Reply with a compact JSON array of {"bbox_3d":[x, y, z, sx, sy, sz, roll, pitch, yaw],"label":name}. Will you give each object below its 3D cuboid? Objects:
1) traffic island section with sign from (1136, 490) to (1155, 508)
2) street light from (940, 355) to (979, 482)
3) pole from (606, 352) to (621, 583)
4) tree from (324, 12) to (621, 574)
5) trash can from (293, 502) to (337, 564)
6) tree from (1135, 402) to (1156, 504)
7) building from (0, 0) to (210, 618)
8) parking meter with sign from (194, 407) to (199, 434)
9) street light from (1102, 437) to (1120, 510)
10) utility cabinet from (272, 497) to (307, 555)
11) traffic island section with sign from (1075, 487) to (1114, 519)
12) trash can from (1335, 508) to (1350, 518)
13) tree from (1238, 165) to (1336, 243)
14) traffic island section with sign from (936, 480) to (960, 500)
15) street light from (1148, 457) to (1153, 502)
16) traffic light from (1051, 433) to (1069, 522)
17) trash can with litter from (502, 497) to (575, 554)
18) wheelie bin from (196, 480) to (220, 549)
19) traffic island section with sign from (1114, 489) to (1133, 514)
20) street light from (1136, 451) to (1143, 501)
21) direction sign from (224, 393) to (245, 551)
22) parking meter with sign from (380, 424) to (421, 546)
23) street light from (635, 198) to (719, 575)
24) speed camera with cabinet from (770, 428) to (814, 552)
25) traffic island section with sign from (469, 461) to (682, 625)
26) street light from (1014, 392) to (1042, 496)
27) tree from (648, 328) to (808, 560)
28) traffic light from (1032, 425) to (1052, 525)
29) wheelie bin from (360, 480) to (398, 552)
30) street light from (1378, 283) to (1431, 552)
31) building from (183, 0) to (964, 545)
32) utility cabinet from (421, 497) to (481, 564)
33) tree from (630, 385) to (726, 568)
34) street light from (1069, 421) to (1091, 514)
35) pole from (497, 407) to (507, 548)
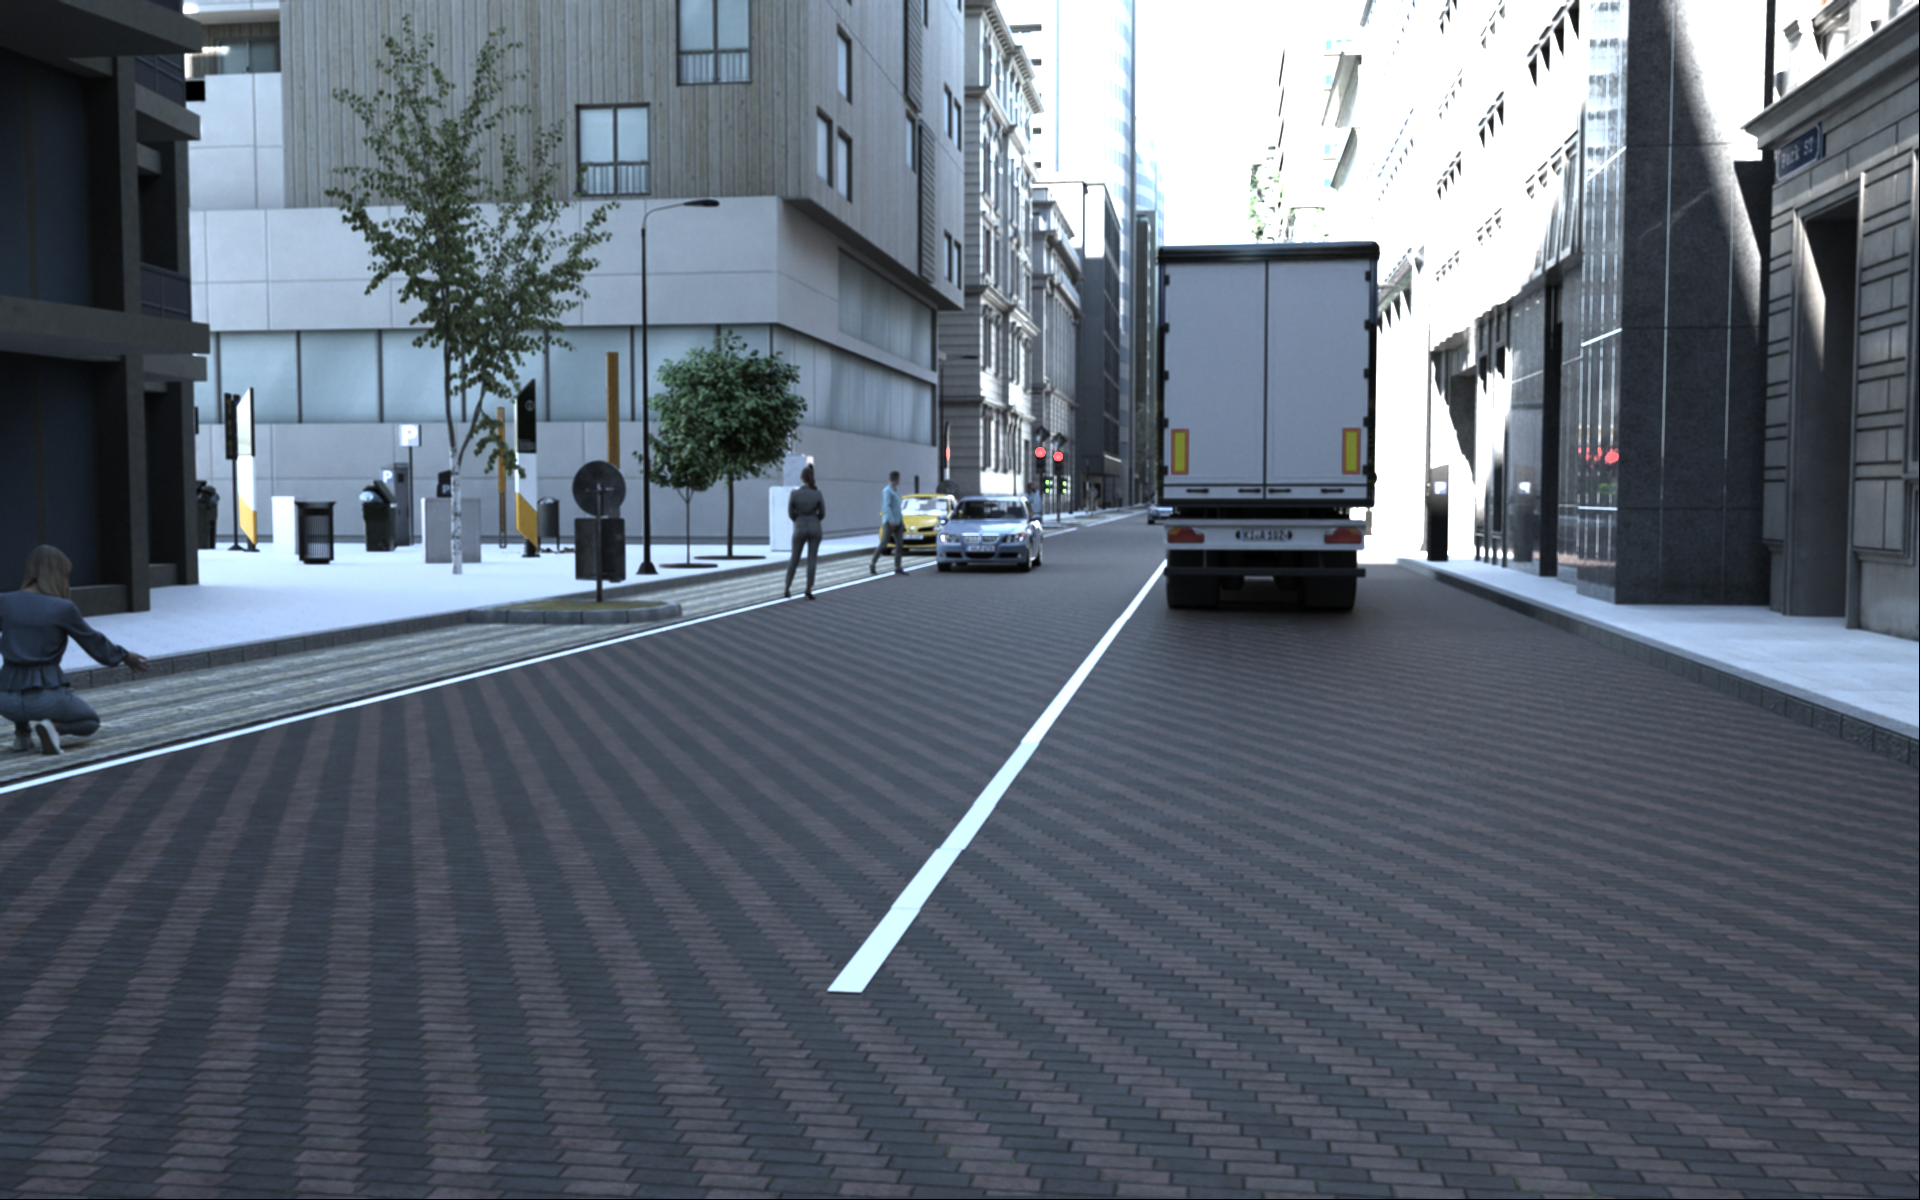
[{"bbox_3d":[19.102,-10.331,177.536,1.989,1.847,2.006,1,4,8],"label":"traffic island section with sign"},{"bbox_3d":[-0.076,-5.235,58.139,1.470,5.913,1.316,1,4,8],"label":"street light"},{"bbox_3d":[-5.013,-1.908,25.047,0.158,3.312,0.155,0,3,0],"label":"pole"},{"bbox_3d":[-7.806,-4.714,27.438,4.737,8.622,4.395,0,3,0],"label":"tree"},{"bbox_3d":[-11.820,-1.231,31.783,0.748,1.137,0.748,0,3,0],"label":"trash can"},{"bbox_3d":[23.557,-19.439,228.197,12.009,13.543,11.850,0,3,0],"label":"tree"},{"bbox_3d":[-19.623,-21.787,10.838,22.147,44.769,28.867,1,4,8],"label":"building"},{"bbox_3d":[-15.733,-2.302,33.895,0.543,3.016,1.738,1,4,19],"label":"parking meter with sign"},{"bbox_3d":[12.342,-10.340,141.593,1.470,5.913,1.316,1,4,8],"label":"street light"},{"bbox_3d":[-14.228,-1.568,36.806,1.020,1.237,0.306,3,5,43],"label":"utility cabinet"},{"bbox_3d":[7.753,-5.650,101.011,1.989,1.847,2.006,1,4,8],"label":"traffic island section with sign"},{"bbox_3d":[14.577,-3.327,66.043,0.748,1.137,0.748,0,3,0],"label":"trash can"},{"bbox_3d":[19.350,-14.988,100.937,12.611,20.169,13.585,0,3,0],"label":"tree"},{"bbox_3d":[-0.332,-2.317,46.512,1.989,1.847,2.006,1,4,8],"label":"traffic island section with sign"},{"bbox_3d":[23.394,-14.923,216.537,1.470,5.913,1.316,1,4,8],"label":"street light"},{"bbox_3d":[4.504,-5.491,78.703,0.839,4.253,0.868,1,4,8],"label":"traffic light"},{"bbox_3d":[-8.666,-1.620,37.550,2.233,1.210,1.678,1,4,23],"label":"trash can with litter"},{"bbox_3d":[-17.653,-1.980,40.286,0.693,1.594,0.980,0,4,1],"label":"wheelie bin"},{"bbox_3d":[11.725,-7.281,127.673,1.989,1.847,2.006,1,4,8],"label":"traffic island section with sign"},{"bbox_3d":[18.793,-13.047,185.859,1.470,5.913,1.316,1,4,8],"label":"street light"},{"bbox_3d":[-16.477,-2.894,39.315,0.379,3.537,0.876,0,4,-3],"label":"direction sign"},{"bbox_3d":[-13.944,-2.837,42.646,0.543,3.016,1.738,1,4,12],"label":"parking meter with sign"},{"bbox_3d":[-4.470,-3.357,27.431,1.470,5.913,1.316,1,4,8],"label":"street light"},{"bbox_3d":[-3.800,-2.749,39.274,0.660,3.252,2.038,0,4,8],"label":"speed camera with cabinet"},{"bbox_3d":[-4.293,-0.686,19.848,1.989,1.847,2.006,1,4,8],"label":"traffic island section with sign"},{"bbox_3d":[3.035,-6.500,78.811,1.470,5.913,1.316,1,4,8],"label":"street light"},{"bbox_3d":[-4.647,-3.097,34.352,4.285,4.588,4.351,0,3,0],"label":"tree"},{"bbox_3d":[3.332,-5.008,70.804,0.839,4.253,0.868,1,4,8],"label":"traffic light"},{"bbox_3d":[-12.999,-1.884,38.716,0.693,1.594,0.980,0,4,-3],"label":"wheelie bin"},{"bbox_3d":[9.766,-4.018,38.240,1.470,5.913,1.316,1,4,8],"label":"street light"},{"bbox_3d":[-14.600,-28.624,57.239,27.495,52.752,28.713,1,4,8],"label":"building"},{"bbox_3d":[-9.479,-1.291,32.277,1.020,1.237,0.306,-2,4,-30],"label":"utility cabinet"},{"bbox_3d":[-4.699,-2.190,30.415,1.663,3.219,1.824,0,3,0],"label":"tree"},{"bbox_3d":[7.615,-8.421,110.222,1.470,5.913,1.316,1,4,8],"label":"street light"},{"bbox_3d":[-10.824,-2.878,40.898,0.158,3.312,0.155,0,3,0],"label":"pole"}]
